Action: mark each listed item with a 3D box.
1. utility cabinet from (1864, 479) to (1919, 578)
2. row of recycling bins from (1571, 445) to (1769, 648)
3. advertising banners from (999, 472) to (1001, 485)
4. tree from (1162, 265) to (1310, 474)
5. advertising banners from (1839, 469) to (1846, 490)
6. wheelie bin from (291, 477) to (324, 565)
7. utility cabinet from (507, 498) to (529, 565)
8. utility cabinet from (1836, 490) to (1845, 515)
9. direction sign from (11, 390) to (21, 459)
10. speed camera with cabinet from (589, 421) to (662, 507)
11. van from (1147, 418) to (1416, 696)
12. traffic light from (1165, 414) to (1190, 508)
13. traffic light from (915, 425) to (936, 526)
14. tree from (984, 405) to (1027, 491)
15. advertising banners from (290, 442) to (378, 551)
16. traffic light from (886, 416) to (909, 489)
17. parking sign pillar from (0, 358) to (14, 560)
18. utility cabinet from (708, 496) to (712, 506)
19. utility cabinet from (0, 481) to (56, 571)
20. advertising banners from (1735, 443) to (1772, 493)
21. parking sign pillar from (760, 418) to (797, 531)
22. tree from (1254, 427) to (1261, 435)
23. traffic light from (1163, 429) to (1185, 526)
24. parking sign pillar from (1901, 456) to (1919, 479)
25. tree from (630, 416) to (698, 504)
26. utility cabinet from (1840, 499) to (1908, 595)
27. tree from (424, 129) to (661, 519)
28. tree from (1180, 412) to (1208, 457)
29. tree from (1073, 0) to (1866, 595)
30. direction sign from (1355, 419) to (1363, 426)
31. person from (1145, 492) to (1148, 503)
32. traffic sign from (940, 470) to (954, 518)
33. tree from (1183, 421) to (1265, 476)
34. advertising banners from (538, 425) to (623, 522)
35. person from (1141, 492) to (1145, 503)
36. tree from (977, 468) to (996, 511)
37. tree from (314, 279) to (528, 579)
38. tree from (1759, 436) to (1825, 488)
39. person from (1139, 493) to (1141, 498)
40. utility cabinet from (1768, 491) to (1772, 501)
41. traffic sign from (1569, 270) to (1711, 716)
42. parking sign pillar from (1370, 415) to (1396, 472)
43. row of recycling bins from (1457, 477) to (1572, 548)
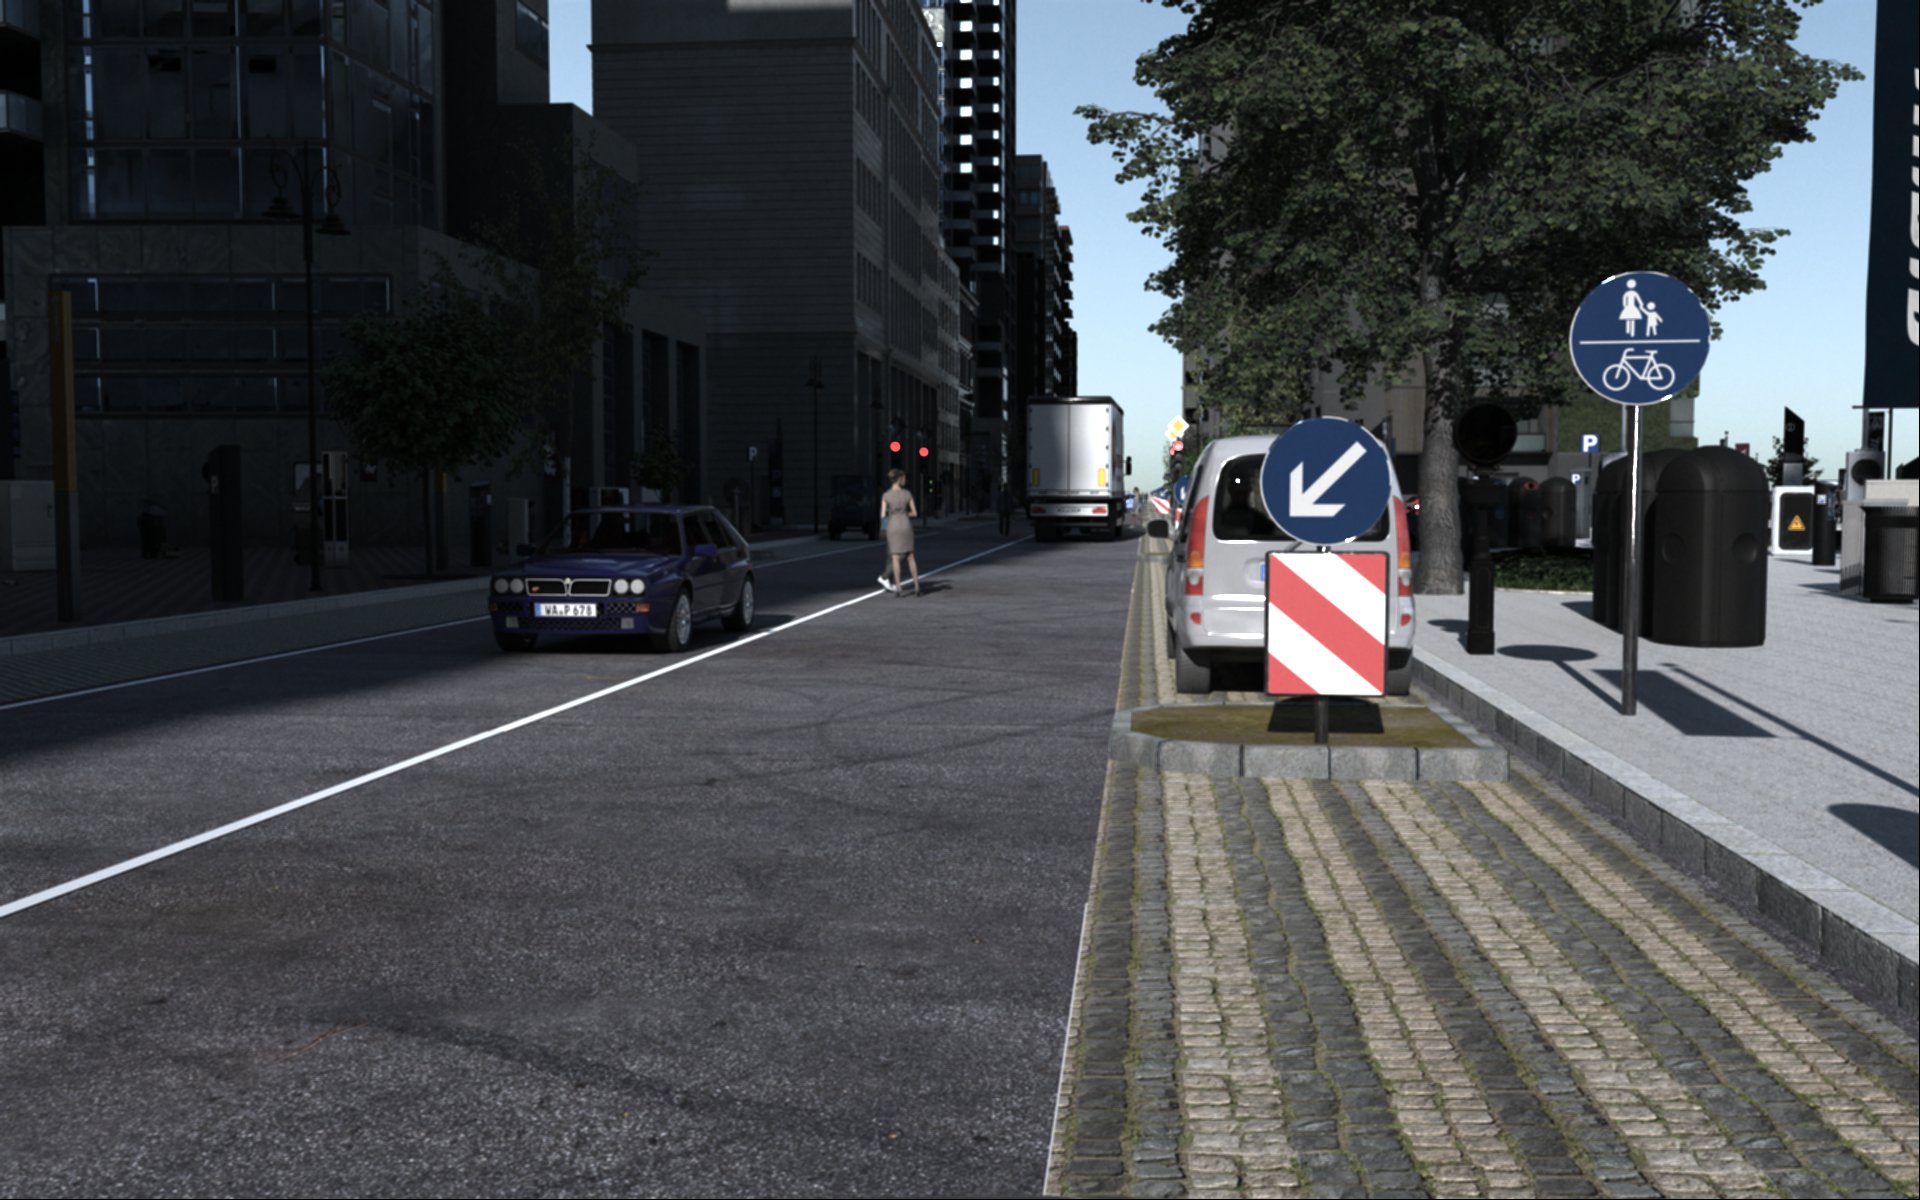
[{"bbox_3d":[14.375,-1.077,26.292,1.173,1.500,0.318,2,4,24],"label":"utility cabinet"},{"bbox_3d":[6.588,-0.550,16.104,1.069,1.692,3.534,1,4,10],"label":"row of recycling bins"},{"bbox_3d":[2.987,-8.679,138.082,0.090,3.025,2.074,-1,4,-13],"label":"advertising banners"},{"bbox_3d":[9.239,-6.400,54.995,4.737,8.622,4.395,0,3,0],"label":"tree"},{"bbox_3d":[60.674,-7.606,120.549,0.090,3.025,2.074,-2,4,-27],"label":"advertising banners"},{"bbox_3d":[-11.696,-1.443,31.505,0.980,1.594,0.693,2,4,32],"label":"wheelie bin"},{"bbox_3d":[-7.584,-1.139,29.784,0.306,1.237,1.020,-1,4,-11],"label":"utility cabinet"},{"bbox_3d":[48.495,-5.288,95.136,0.318,1.500,1.173,0,4,7],"label":"utility cabinet"},{"bbox_3d":[-20.776,-2.794,37.687,0.379,3.537,0.876,1,4,13],"label":"direction sign"},{"bbox_3d":[-8.940,-3.172,46.193,2.038,3.252,0.660,-3,5,-45],"label":"speed camera with cabinet"},{"bbox_3d":[2.489,-0.406,13.654,2.013,2.044,4.112,0,4,5],"label":"van"},{"bbox_3d":[7.690,-4.425,61.269,0.839,4.253,0.868,0,4,6],"label":"traffic light"},{"bbox_3d":[-1.410,-4.975,70.261,0.839,4.253,0.868,0,4,6],"label":"traffic light"},{"bbox_3d":[3.984,-11.795,143.212,4.360,8.622,3.978,0,3,0],"label":"tree"},{"bbox_3d":[-13.913,-2.599,38.683,2.074,3.025,0.090,0,4,1],"label":"advertising banners"},{"bbox_3d":[-2.265,-4.489,62.321,0.839,4.253,0.868,0,4,6],"label":"traffic light"},{"bbox_3d":[-19.302,-2.778,33.898,1.447,3.967,1.447,3,5,40],"label":"parking sign pillar"},{"bbox_3d":[-16.616,-6.206,112.623,1.020,1.237,0.306,-1,4,-15],"label":"utility cabinet"},{"bbox_3d":[-15.319,-1.233,28.836,0.318,1.500,1.173,2,4,29],"label":"utility cabinet"},{"bbox_3d":[27.454,-3.858,59.270,0.090,3.025,2.074,-2,4,-34],"label":"advertising banners"},{"bbox_3d":[-6.465,-4.430,60.902,1.447,3.967,1.447,-1,4,-8],"label":"parking sign pillar"},{"bbox_3d":[8.578,-3.394,50.099,1.663,3.219,1.824,0,3,0],"label":"tree"},{"bbox_3d":[8.545,-4.911,69.208,0.839,4.253,0.868,0,4,6],"label":"traffic light"},{"bbox_3d":[62.739,-7.683,114.085,1.447,3.967,1.447,1,4,15],"label":"parking sign pillar"},{"bbox_3d":[-7.252,-2.941,42.684,1.663,3.219,1.824,0,3,0],"label":"tree"},{"bbox_3d":[11.801,-0.686,22.384,1.020,1.237,0.306,-2,4,-32],"label":"utility cabinet"},{"bbox_3d":[-8.098,-5.144,34.466,4.737,8.622,4.395,0,3,0],"label":"tree"},{"bbox_3d":[20.985,-12.455,153.999,4.360,8.622,3.978,0,3,0],"label":"tree"},{"bbox_3d":[6.275,-7.048,21.898,9.857,13.997,8.962,0,3,0],"label":"tree"},{"bbox_3d":[12.093,-3.705,52.575,0.379,3.537,0.876,0,4,-2],"label":"direction sign"},{"bbox_3d":[28.644,-15.685,265.864,0.541,1.710,0.530,1,4,20],"label":"person"},{"bbox_3d":[-0.714,-5.678,92.939,0.768,2.556,0.104,1,4,15],"label":"traffic sign"},{"bbox_3d":[12.284,-5.680,76.583,4.285,4.588,4.351,0,3,0],"label":"tree"},{"bbox_3d":[-9.478,-2.880,43.269,2.074,3.025,0.090,0,4,0],"label":"advertising banners"},{"bbox_3d":[28.921,-16.158,273.210,0.750,1.759,0.617,-3,5,-44],"label":"person"},{"bbox_3d":[2.003,-8.280,129.983,1.663,3.219,1.824,0,3,0],"label":"tree"},{"bbox_3d":[-8.214,-2.629,26.691,4.285,4.588,4.351,0,3,0],"label":"tree"},{"bbox_3d":[23.810,-3.372,49.732,1.663,3.219,1.824,0,3,0],"label":"tree"},{"bbox_3d":[28.766,-16.539,278.935,0.705,1.821,1.348,3,5,39],"label":"person"},{"bbox_3d":[56.718,-6.913,121.712,0.318,1.500,1.173,0,4,-6],"label":"utility cabinet"},{"bbox_3d":[3.886,-0.604,9.984,0.768,2.556,0.104,1,4,11],"label":"traffic sign"},{"bbox_3d":[14.422,-4.369,59.904,1.447,3.967,1.447,-3,4,-38],"label":"parking sign pillar"},{"bbox_3d":[13.027,-2.090,41.279,3.534,1.692,1.069,-1,4,-17],"label":"row of recycling bins"}]
